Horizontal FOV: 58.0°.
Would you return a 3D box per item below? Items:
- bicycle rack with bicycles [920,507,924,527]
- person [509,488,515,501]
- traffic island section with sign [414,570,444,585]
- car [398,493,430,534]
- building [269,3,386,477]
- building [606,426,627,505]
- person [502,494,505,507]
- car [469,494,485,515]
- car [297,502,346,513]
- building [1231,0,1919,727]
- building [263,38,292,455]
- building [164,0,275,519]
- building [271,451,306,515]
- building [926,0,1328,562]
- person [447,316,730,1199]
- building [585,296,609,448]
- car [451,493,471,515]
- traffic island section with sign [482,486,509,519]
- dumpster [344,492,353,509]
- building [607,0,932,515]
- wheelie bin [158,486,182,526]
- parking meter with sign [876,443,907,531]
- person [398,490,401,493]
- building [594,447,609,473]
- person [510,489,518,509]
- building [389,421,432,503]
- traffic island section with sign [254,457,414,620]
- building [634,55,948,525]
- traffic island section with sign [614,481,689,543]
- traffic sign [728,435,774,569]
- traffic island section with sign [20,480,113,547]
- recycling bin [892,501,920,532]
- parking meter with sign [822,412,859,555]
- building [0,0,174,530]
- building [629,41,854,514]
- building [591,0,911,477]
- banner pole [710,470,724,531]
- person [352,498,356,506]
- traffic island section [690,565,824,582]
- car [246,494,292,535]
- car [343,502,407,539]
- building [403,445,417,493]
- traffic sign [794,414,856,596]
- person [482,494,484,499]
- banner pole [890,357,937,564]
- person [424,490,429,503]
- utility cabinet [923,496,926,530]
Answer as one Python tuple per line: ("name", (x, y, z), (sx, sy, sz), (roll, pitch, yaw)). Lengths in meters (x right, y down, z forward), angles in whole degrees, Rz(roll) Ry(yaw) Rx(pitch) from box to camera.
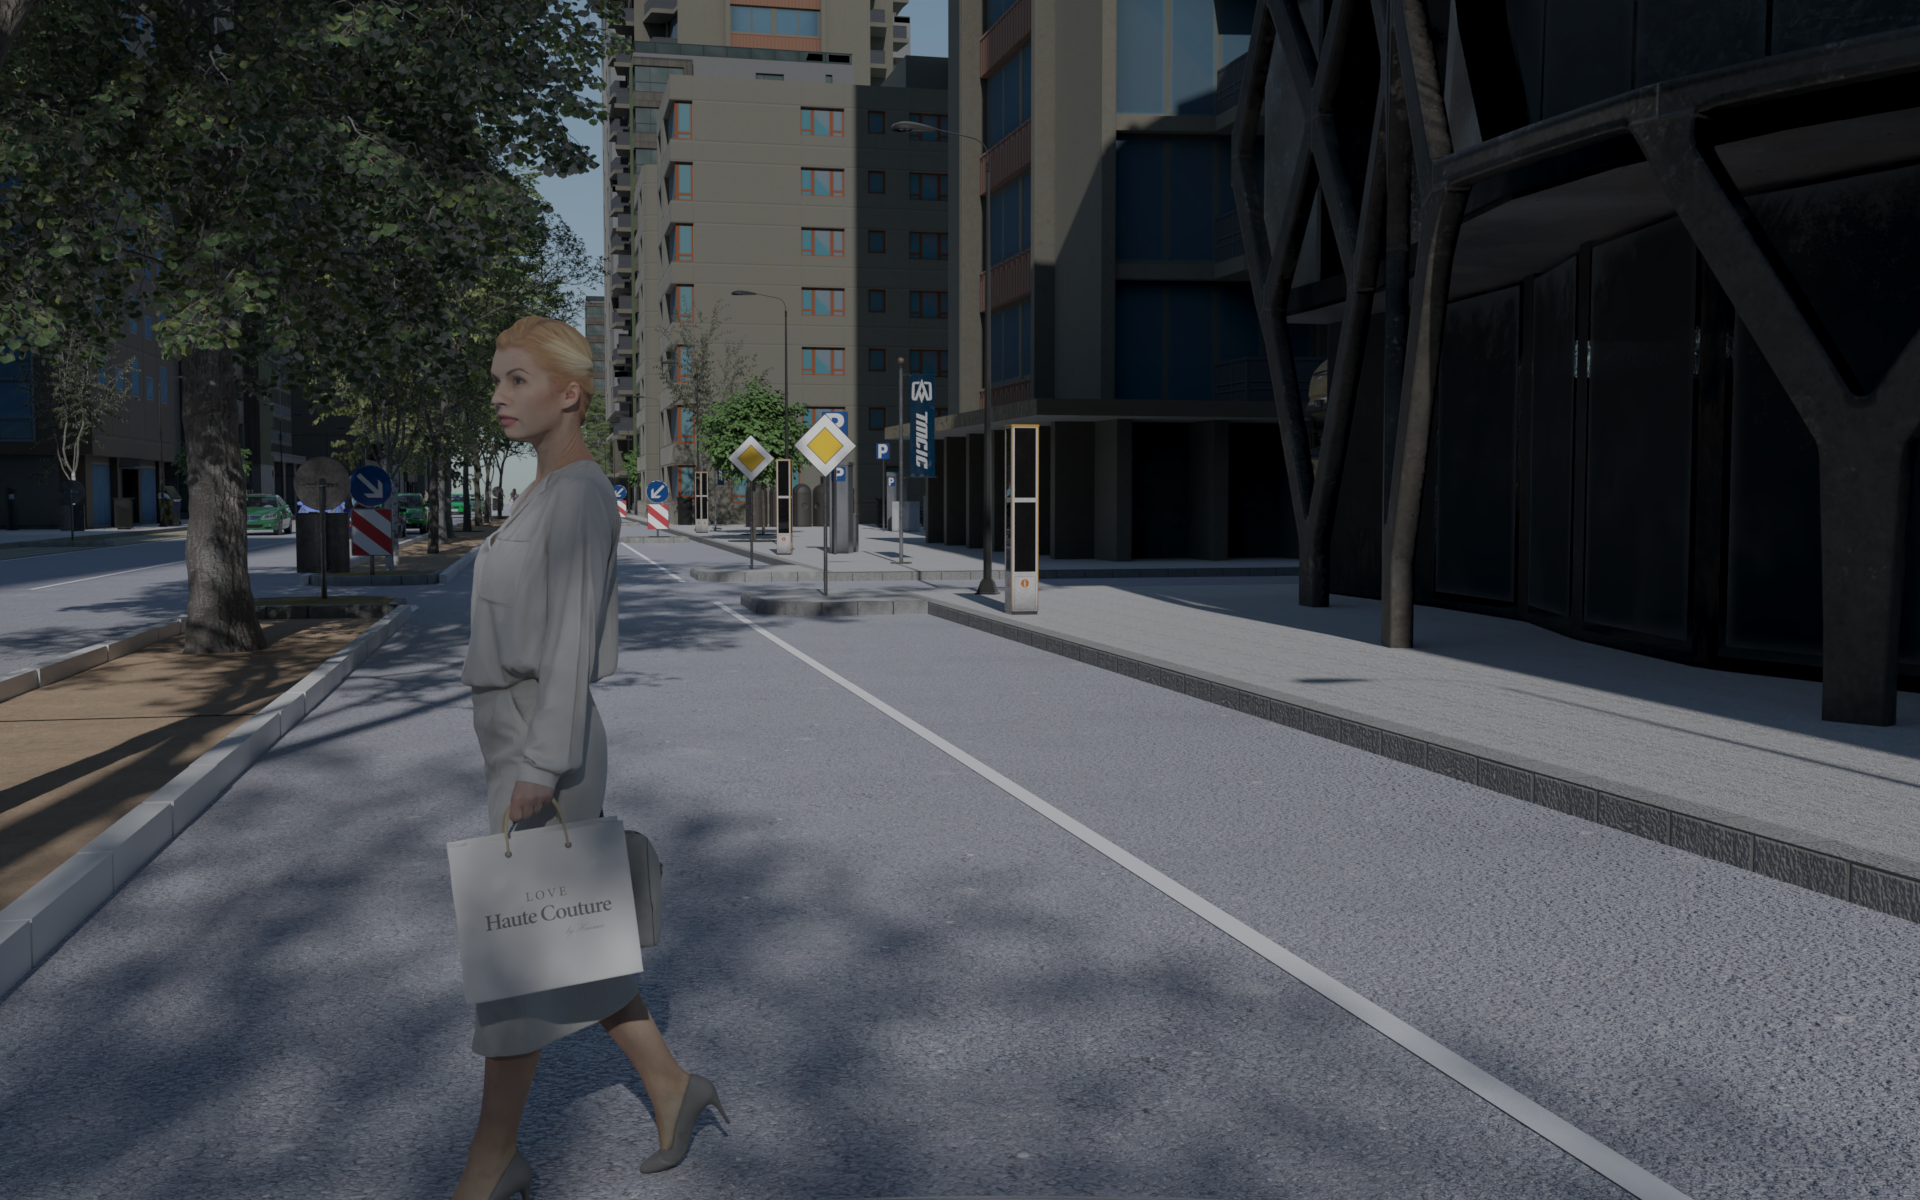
("bicycle rack with bicycles", (-1.558, -3.427, 69.418), (2.925, 0.926, 2.852), (-3, 4, -38))
("person", (-31.087, -6.870, 120.765), (0.705, 1.831, 1.348), (-3, 4, -37))
("traffic island section with sign", (-9.403, -1.207, 27.868), (2.006, 1.907, 1.989), (-1, 4, -13))
("car", (-20.281, -3.318, 63.049), (1.959, 1.807, 4.718), (-1, 4, -15))
("building", (-61.967, -32.166, 149.617), (21.300, 48.544, 21.600), (-1, 4, -13))
("building", (-33.491, -46.933, 205.607), (20.563, 71.187, 20.611), (-1, 4, -13))
("person", (-52.529, -11.573, 198.534), (0.721, 1.723, 1.217), (2, 4, 26))
("car", (-34.450, -6.765, 122.402), (2.131, 1.459, 4.920), (-1, 4, -15))
("car", (-27.481, -3.978, 74.637), (1.945, 1.707, 3.694), (-1, 4, -15))
("building", (11.670, -9.017, 14.874), (16.820, 18.784, 16.811), (-1, 4, -13))
("building", (-62.904, -26.560, 126.136), (32.217, 40.220, 23.993), (-1, 4, -13))
("building", (-44.098, -19.413, 89.109), (14.160, 30.474, 14.107), (-1, 4, -13))
("building", (-51.810, -40.777, 104.954), (20.563, 71.187, 20.611), (-1, 4, -13))
("building", (12.925, -23.797, 43.707), (28.867, 44.769, 22.147), (-1, 4, -13))
("person", (-0.772, 0.331, 3.443), (0.624, 1.780, 0.694), (-1, 4, -10))
("building", (-47.537, -29.445, 253.126), (14.160, 30.474, 14.107), (-1, 4, -13))
("car", (-30.338, -5.821, 103.972), (1.959, 1.807, 4.718), (-1, 4, -13))
("traffic island section with sign", (-26.959, -5.676, 100.935), (2.006, 1.907, 1.989), (-1, 4, -13))
("dumpster", (-40.174, -6.460, 113.830), (1.865, 1.857, 1.264), (-1, 4, -13))
("building", (-16.359, -29.540, 137.610), (22.147, 44.769, 28.867), (-1, 4, -13))
("wheelie bin", (-31.770, -3.772, 69.586), (0.693, 1.594, 0.980), (0, 4, 8))
("parking meter with sign", (-2.162, -3.903, 60.081), (0.543, 3.016, 1.738), (2, 4, 34))
("person", (-41.877, -7.361, 129.644), (1.217, 1.735, 0.721), (3, 4, 36))
("building", (-37.741, -56.143, 230.609), (22.319, 86.520, 31.000), (-1, 4, -13))
("person", (-26.701, -5.787, 103.779), (0.621, 1.740, 0.551), (1, 4, 20))
("building", (-80.825, -34.025, 239.907), (14.154, 41.232, 14.086), (-1, 4, -13))
("traffic island section with sign", (-7.683, -0.766, 20.663), (2.006, 1.907, 1.989), (-1, 4, -13))
("building", (-1.866, -14.915, 88.901), (27.650, 21.520, 28.899), (-1, 4, -13))
("traffic island section with sign", (-9.136, -2.620, 51.458), (1.989, 1.847, 2.006), (-1, 4, -13))
("traffic sign", (-3.560, -1.584, 29.536), (0.795, 2.450, 0.064), (-1, 4, -13))
("traffic island section with sign", (-24.360, -2.369, 47.353), (1.989, 1.847, 2.006), (-1, 4, -13))
("recycling bin", (-1.841, -2.833, 58.867), (0.722, 1.027, 0.722), (2, 4, 29))
("parking meter with sign", (-2.543, -2.521, 37.475), (0.543, 3.016, 1.738), (0, 4, 7))
("building", (-39.675, -25.473, 66.598), (14.600, 45.320, 14.200), (-1, 4, -13))
("building", (-14.920, -21.045, 115.780), (14.160, 30.474, 14.107), (-1, 4, -13))
("building", (-20.002, -35.261, 165.762), (28.713, 52.752, 27.495), (-1, 4, -13))
("banner pole", (-8.337, -4.265, 59.749), (0.401, 3.779, 0.863), (-3, 4, -37))
("person", (-22.779, -3.490, 65.426), (0.748, 1.841, 0.638), (-3, 5, -44))
("traffic island section", (-3.539, -0.449, 29.618), (2.009, 0.180, 2.903), (-1, 4, -13))
("car", (-24.840, -3.033, 61.390), (2.131, 1.459, 4.920), (-1, 4, -14))
("car", (-19.049, -2.687, 56.514), (1.945, 1.354, 3.894), (-1, 4, -15))
("building", (-70.284, -33.530, 198.330), (14.600, 45.320, 14.200), (-1, 4, -13))
("traffic sign", (-1.695, -1.109, 21.771), (0.795, 2.450, 0.064), (-1, 4, -13))
("person", (-51.335, -10.678, 186.352), (0.557, 1.426, 1.065), (0, 4, -4))
("banner pole", (-0.855, -2.559, 31.853), (0.863, 3.779, 0.401), (0, 4, -8))
("person", (-39.105, -7.181, 126.699), (0.721, 1.735, 1.217), (-2, 4, -26))
("utility cabinet", (-0.804, -3.092, 61.716), (1.020, 1.237, 0.306), (2, 4, 34))
